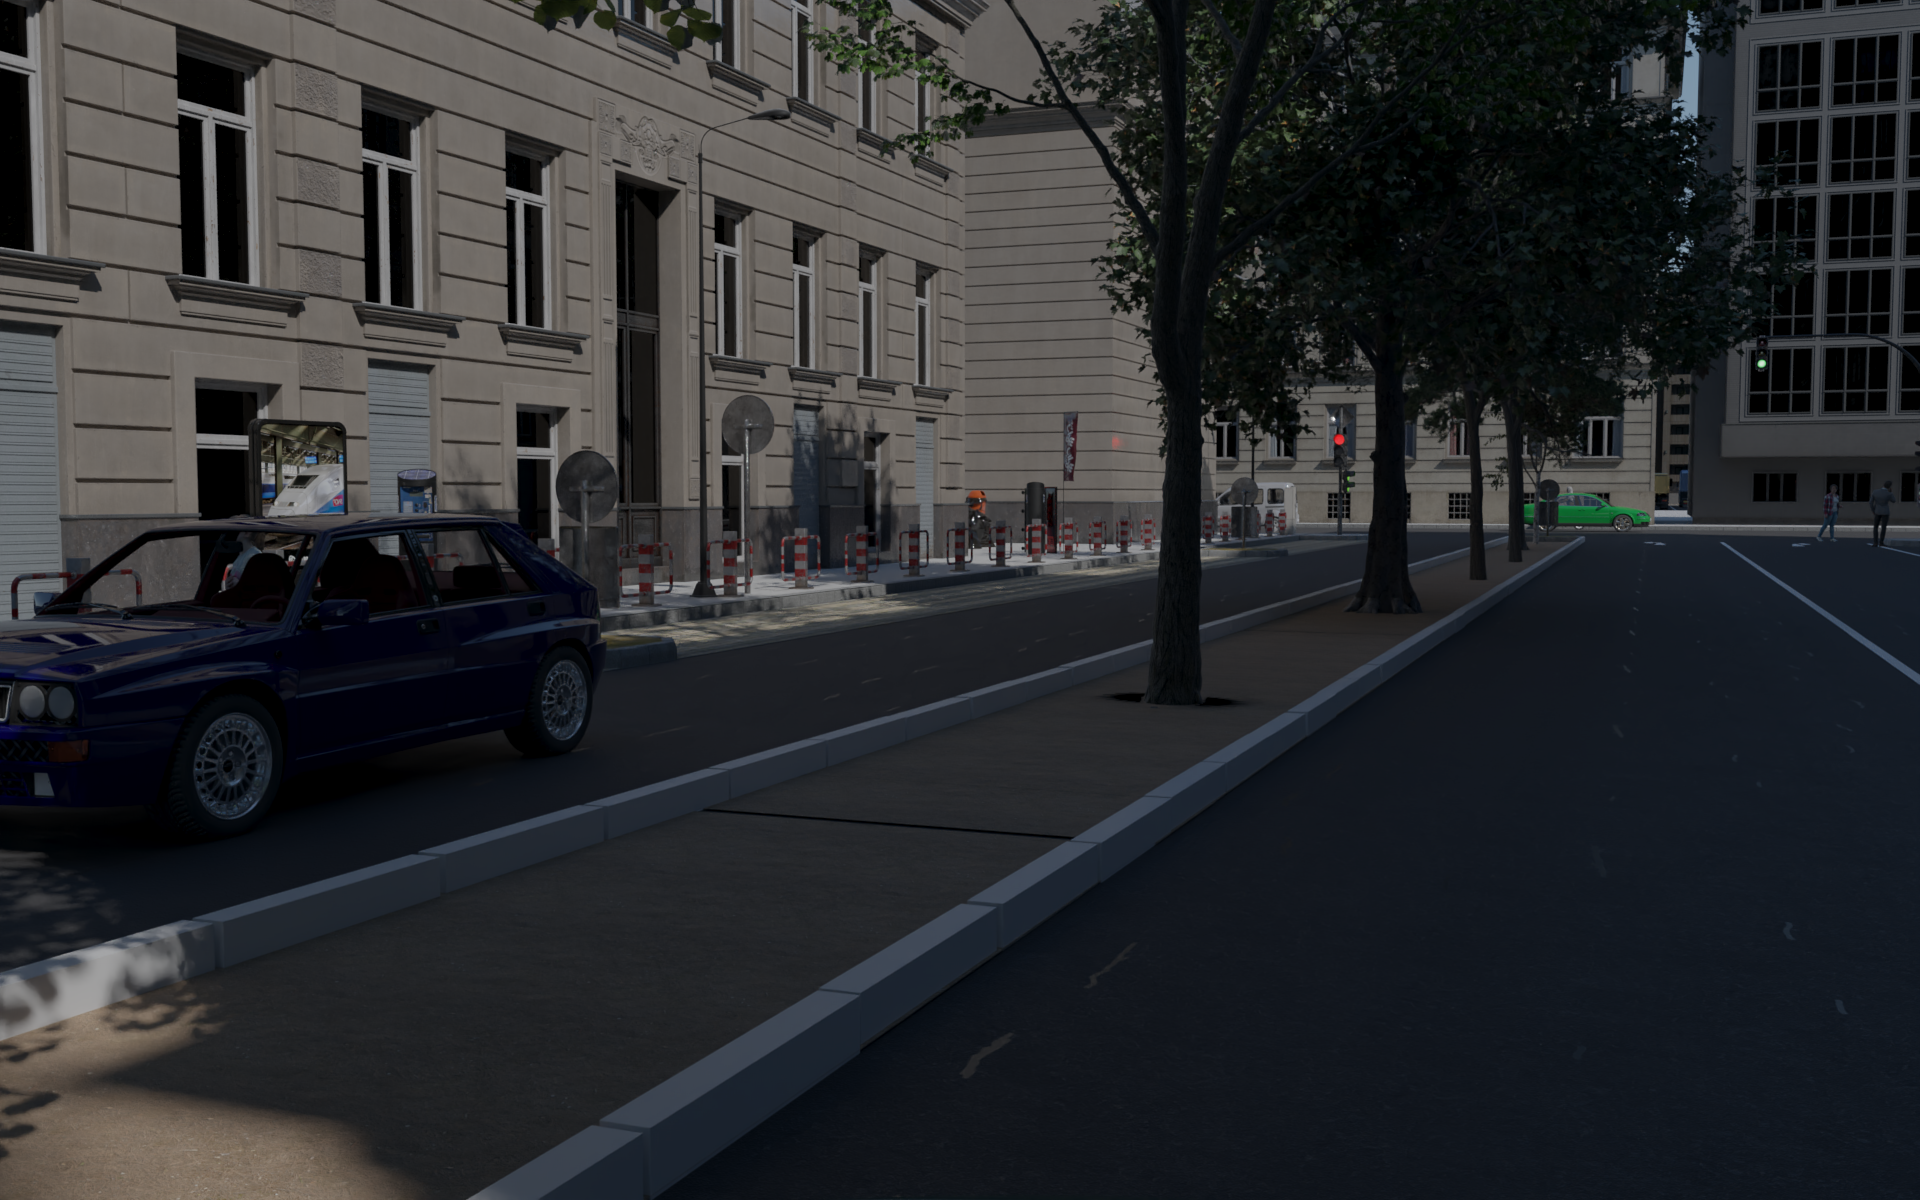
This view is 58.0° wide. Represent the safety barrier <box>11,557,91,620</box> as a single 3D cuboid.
[{"bbox_3d":[-6.429,0.099,12.650,0.300,0.817,1.120,1,4,22],"label":"safety barrier"}]

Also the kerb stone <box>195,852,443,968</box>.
[{"bbox_3d":[-2.080,1.010,5.682,0.120,0.150,1.000,1,4,22],"label":"kerb stone"}]

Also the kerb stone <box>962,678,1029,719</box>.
[{"bbox_3d":[0.213,0.659,11.423,0.120,0.150,1.000,1,4,22],"label":"kerb stone"}]

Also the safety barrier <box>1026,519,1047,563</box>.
[{"bbox_3d":[1.429,-1.102,32.300,0.300,0.817,1.120,1,4,22],"label":"safety barrier"}]

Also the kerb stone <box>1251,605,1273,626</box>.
[{"bbox_3d":[3.258,0.192,19.062,0.120,0.150,1.000,1,4,22],"label":"kerb stone"}]

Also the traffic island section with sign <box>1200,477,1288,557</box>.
[{"bbox_3d":[6.508,-1.920,40.022,1.989,1.847,2.006,1,4,22],"label":"traffic island section with sign"}]

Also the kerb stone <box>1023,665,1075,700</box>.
[{"bbox_3d":[0.589,0.607,12.385,0.120,0.150,1.000,1,4,22],"label":"kerb stone"}]

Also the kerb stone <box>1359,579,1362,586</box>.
[{"bbox_3d":[5.939,-0.214,25.750,0.120,0.150,1.000,1,4,22],"label":"kerb stone"}]

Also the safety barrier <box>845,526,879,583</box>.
[{"bbox_3d":[-1.420,-0.666,25.164,0.300,0.817,1.120,1,4,22],"label":"safety barrier"}]

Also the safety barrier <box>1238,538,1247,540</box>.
[{"bbox_3d":[7.858,-2.086,48.375,0.300,0.817,1.120,1,4,22],"label":"safety barrier"}]

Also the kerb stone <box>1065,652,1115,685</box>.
[{"bbox_3d":[0.975,0.541,13.345,0.120,0.150,1.000,1,4,22],"label":"kerb stone"}]

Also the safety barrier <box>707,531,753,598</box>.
[{"bbox_3d":[-2.861,-0.446,21.572,0.300,0.817,1.120,1,4,22],"label":"safety barrier"}]

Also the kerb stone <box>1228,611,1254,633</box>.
[{"bbox_3d":[2.882,0.253,18.110,0.120,0.150,1.000,1,4,22],"label":"kerb stone"}]

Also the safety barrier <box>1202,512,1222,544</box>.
[{"bbox_3d":[6.430,-1.868,44.809,0.300,0.817,1.120,1,4,22],"label":"safety barrier"}]

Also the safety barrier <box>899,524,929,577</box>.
[{"bbox_3d":[-0.712,-0.775,26.946,0.300,0.817,1.120,1,4,22],"label":"safety barrier"}]

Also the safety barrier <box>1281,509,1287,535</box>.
[{"bbox_3d":[10.012,-2.415,53.767,0.300,0.817,1.120,1,4,22],"label":"safety barrier"}]

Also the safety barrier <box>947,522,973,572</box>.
[{"bbox_3d":[0.000,-0.884,28.727,0.300,0.817,1.120,1,4,22],"label":"safety barrier"}]

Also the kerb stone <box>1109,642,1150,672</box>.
[{"bbox_3d":[1.354,0.483,14.297,0.120,0.150,1.000,1,4,22],"label":"kerb stone"}]

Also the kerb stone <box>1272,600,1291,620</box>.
[{"bbox_3d":[3.642,0.134,20.012,0.120,0.150,1.000,1,4,22],"label":"kerb stone"}]

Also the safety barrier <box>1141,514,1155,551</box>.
[{"bbox_3d":[4.286,-1.539,39.445,0.300,0.817,1.120,1,4,22],"label":"safety barrier"}]

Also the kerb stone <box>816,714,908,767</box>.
[{"bbox_3d":[-0.557,0.775,9.519,0.120,0.150,1.000,1,4,22],"label":"kerb stone"}]

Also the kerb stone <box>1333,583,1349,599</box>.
[{"bbox_3d":[5.172,-0.101,23.846,0.120,0.150,1.000,1,4,22],"label":"kerb stone"}]

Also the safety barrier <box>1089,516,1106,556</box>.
[{"bbox_3d":[2.854,-1.321,35.869,0.300,0.817,1.120,1,4,22],"label":"safety barrier"}]

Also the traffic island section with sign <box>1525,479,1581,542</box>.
[{"bbox_3d":[17.749,-2.707,52.399,2.006,1.907,1.989,1,4,22],"label":"traffic island section with sign"}]

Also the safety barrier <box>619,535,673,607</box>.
[{"bbox_3d":[-3.582,-0.336,19.775,0.300,0.817,1.120,1,4,22],"label":"safety barrier"}]

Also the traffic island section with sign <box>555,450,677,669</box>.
[{"bbox_3d":[-3.541,-0.383,14.888,1.989,1.847,2.006,1,4,22],"label":"traffic island section with sign"}]

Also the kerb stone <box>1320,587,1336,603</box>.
[{"bbox_3d":[4.791,-0.042,22.881,0.120,0.150,1.000,1,4,22],"label":"kerb stone"}]

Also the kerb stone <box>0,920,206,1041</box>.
[{"bbox_3d":[-2.470,1.068,4.735,0.120,0.150,1.000,1,4,22],"label":"kerb stone"}]

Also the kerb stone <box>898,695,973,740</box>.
[{"bbox_3d":[-0.177,0.722,10.471,0.120,0.150,1.000,1,4,22],"label":"kerb stone"}]

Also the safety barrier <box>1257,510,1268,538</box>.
[{"bbox_3d":[8.581,-2.196,50.185,0.300,0.817,1.120,1,4,22],"label":"safety barrier"}]

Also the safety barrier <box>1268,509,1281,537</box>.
[{"bbox_3d":[9.298,-2.306,51.983,0.300,0.817,1.120,1,4,22],"label":"safety barrier"}]

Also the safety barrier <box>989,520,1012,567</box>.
[{"bbox_3d":[0.718,-0.994,30.519,0.300,0.817,1.120,1,4,22],"label":"safety barrier"}]

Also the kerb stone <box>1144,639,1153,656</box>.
[{"bbox_3d":[1.735,0.425,15.251,0.120,0.150,1.000,1,4,22],"label":"kerb stone"}]

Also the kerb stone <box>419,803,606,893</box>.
[{"bbox_3d":[-1.701,0.950,6.657,0.120,0.150,1.000,1,4,22],"label":"kerb stone"}]

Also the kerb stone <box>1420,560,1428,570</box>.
[{"bbox_3d":[8.603,-0.624,32.434,0.120,0.150,1.000,1,4,22],"label":"kerb stone"}]

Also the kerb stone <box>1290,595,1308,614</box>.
[{"bbox_3d":[4.031,0.075,20.963,0.120,0.150,1.000,1,4,22],"label":"kerb stone"}]

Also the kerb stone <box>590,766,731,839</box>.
[{"bbox_3d":[-1.317,0.894,7.616,0.120,0.150,1.000,1,4,22],"label":"kerb stone"}]

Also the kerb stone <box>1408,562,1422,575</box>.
[{"bbox_3d":[8.217,-0.568,31.476,0.120,0.150,1.000,1,4,22],"label":"kerb stone"}]

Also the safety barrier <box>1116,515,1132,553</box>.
[{"bbox_3d":[3.571,-1.431,37.666,0.300,0.817,1.120,1,4,22],"label":"safety barrier"}]

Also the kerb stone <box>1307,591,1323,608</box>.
[{"bbox_3d":[4.408,0.021,21.927,0.120,0.150,1.000,1,4,22],"label":"kerb stone"}]

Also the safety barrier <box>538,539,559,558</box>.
[{"bbox_3d":[-4.291,-0.227,17.991,0.300,0.817,1.120,1,4,22],"label":"safety barrier"}]

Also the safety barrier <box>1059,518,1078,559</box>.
[{"bbox_3d":[2.141,-1.211,34.080,0.300,0.817,1.120,1,4,22],"label":"safety barrier"}]

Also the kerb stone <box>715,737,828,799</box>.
[{"bbox_3d":[-0.939,0.833,8.568,0.120,0.150,1.000,1,4,22],"label":"kerb stone"}]

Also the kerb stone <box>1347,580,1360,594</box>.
[{"bbox_3d":[5.557,-0.156,24.796,0.120,0.150,1.000,1,4,22],"label":"kerb stone"}]

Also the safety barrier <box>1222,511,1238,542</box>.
[{"bbox_3d":[7.142,-1.976,46.589,0.300,0.817,1.120,1,4,22],"label":"safety barrier"}]

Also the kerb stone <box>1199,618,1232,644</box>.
[{"bbox_3d":[2.501,0.308,17.154,0.120,0.150,1.000,1,4,22],"label":"kerb stone"}]

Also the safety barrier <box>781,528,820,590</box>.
[{"bbox_3d":[-2.144,-0.556,23.370,0.300,0.817,1.120,1,4,22],"label":"safety barrier"}]

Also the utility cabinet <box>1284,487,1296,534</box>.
[{"bbox_3d":[10.506,-2.845,55.201,0.318,1.500,1.173,1,4,15],"label":"utility cabinet"}]
